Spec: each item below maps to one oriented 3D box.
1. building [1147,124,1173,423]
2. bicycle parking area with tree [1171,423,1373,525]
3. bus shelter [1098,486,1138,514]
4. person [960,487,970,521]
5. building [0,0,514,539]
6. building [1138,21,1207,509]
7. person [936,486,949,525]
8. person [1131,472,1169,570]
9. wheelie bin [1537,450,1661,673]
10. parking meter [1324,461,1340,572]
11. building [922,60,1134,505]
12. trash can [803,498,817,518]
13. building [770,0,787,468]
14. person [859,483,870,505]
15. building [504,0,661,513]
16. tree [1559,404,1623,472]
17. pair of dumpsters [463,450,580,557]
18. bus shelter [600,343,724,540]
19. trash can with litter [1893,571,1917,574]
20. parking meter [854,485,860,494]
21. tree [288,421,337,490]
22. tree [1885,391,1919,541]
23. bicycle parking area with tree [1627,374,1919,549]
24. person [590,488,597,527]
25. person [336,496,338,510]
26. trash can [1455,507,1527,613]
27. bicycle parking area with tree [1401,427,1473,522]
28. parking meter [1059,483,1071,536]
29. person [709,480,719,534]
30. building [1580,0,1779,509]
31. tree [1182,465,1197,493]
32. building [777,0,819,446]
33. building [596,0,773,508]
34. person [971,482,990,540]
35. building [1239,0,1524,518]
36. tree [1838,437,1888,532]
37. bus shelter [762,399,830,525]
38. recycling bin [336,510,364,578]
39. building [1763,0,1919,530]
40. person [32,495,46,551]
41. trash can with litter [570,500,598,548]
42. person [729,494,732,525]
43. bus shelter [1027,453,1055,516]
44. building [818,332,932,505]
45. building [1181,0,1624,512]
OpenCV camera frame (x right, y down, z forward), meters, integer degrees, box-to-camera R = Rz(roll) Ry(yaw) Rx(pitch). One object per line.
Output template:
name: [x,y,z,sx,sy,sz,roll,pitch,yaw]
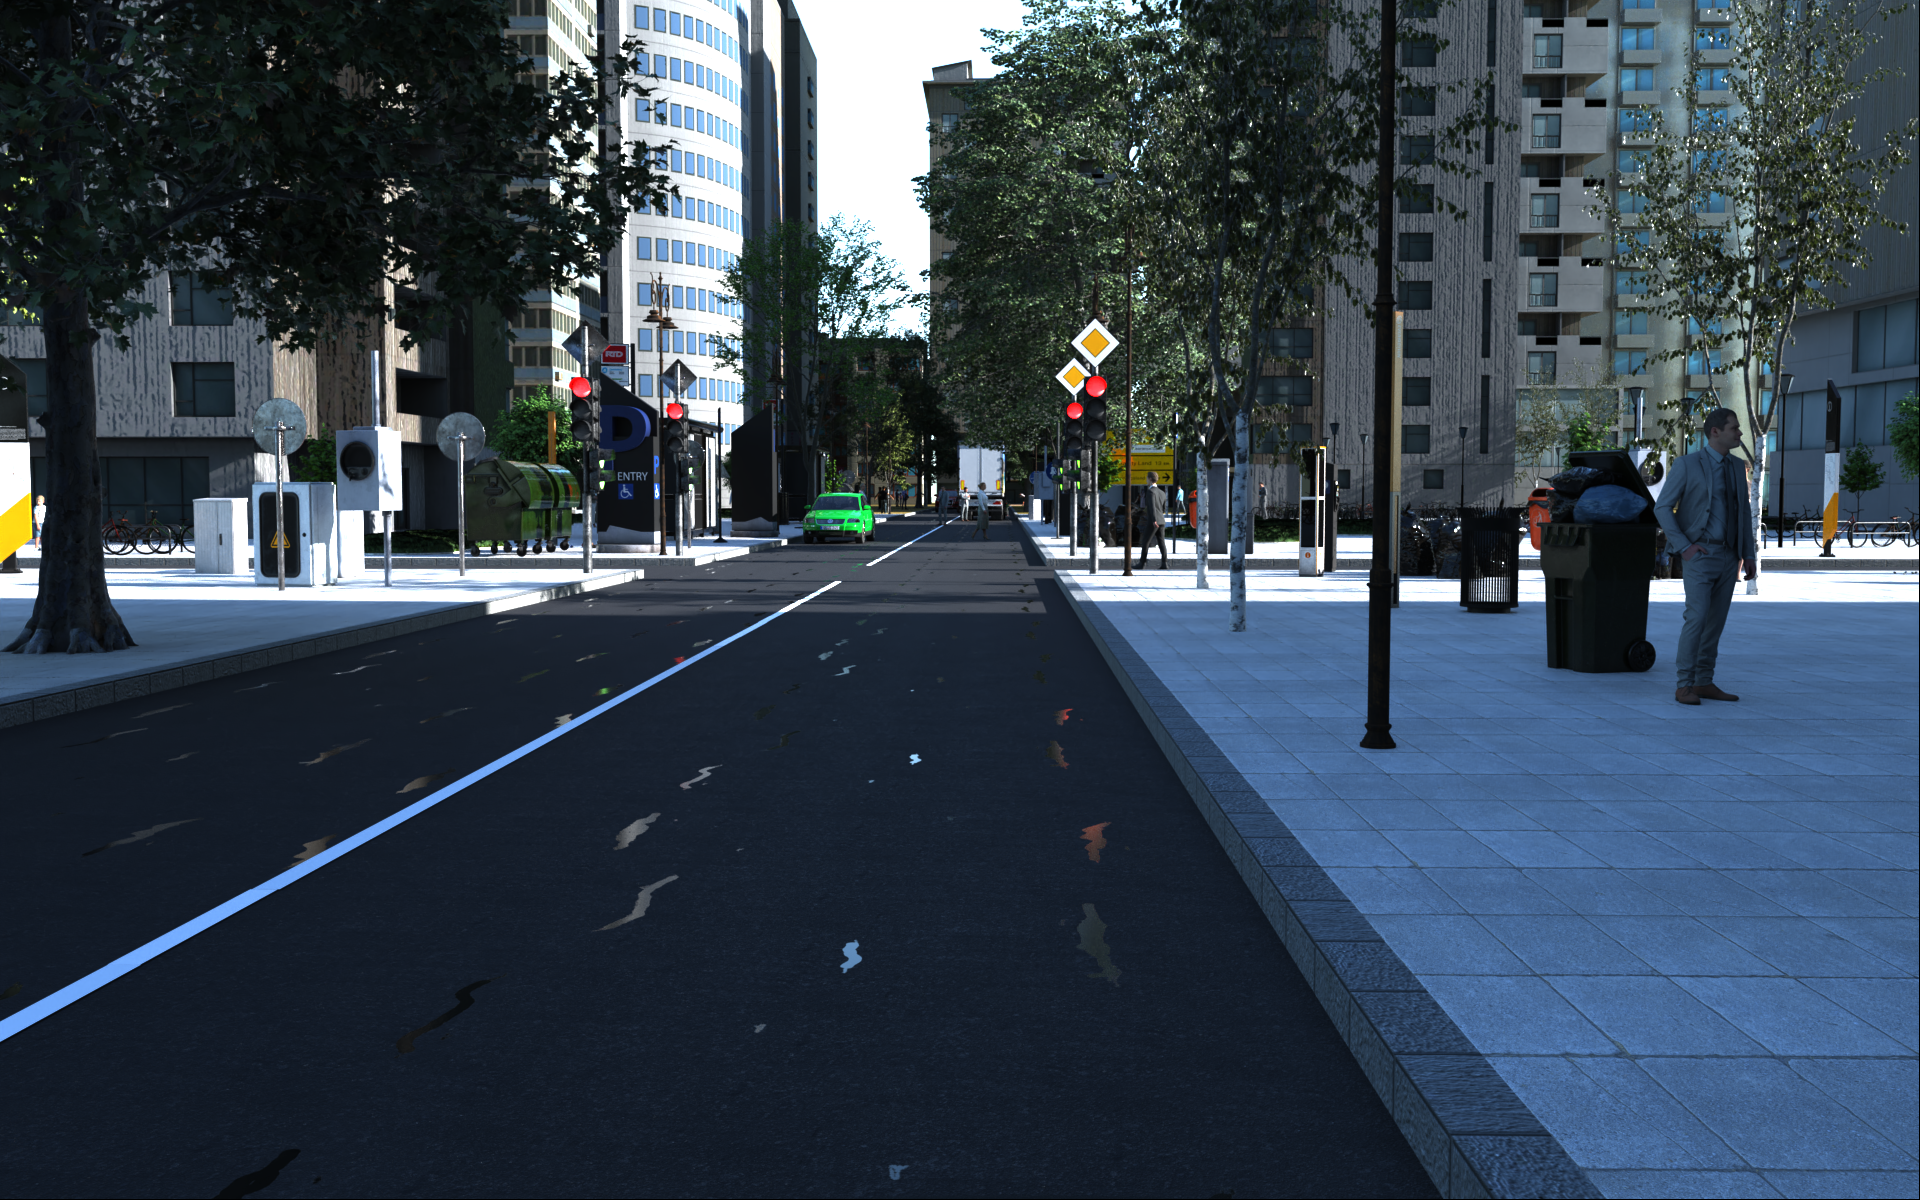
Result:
building: [30.370,-34.313,211.120,14.200,45.320,14.600,0,4,1]
bicycle parking area with tree: [12.456,-5.050,69.562,8.231,4.147,9.016,1,4,11]
bus shelter: [4.868,-3.831,56.565,2.014,3.302,5.546,0,4,2]
person: [0.289,-5.020,90.766,0.511,1.800,0.466,-3,5,-44]
building: [-23.051,-17.289,54.382,14.160,30.474,14.107,0,4,1]
building: [28.667,-51.710,158.130,22.319,86.520,31.000,0,4,1]
person: [-0.762,-4.321,79.240,0.635,1.810,0.391,3,5,40]
person: [3.560,-1.470,32.310,0.755,1.850,0.659,3,5,41]
wheelie bin: [4.649,-0.288,12.619,0.693,1.594,0.980,-1,4,-17]
parking meter: [6.049,-1.402,28.635,0.399,1.863,0.255,2,4,27]
building: [9.632,-38.535,219.284,27.495,52.752,28.713,0,4,1]
trash can: [-5.883,-3.483,68.595,0.748,1.137,0.748,0,3,0]
building: [-22.567,-30.400,147.156,14.600,45.320,14.200,0,4,1]
person: [-3.695,-3.459,64.939,0.818,1.842,0.514,-1,4,-13]
building: [-33.496,-24.692,95.595,32.217,40.220,23.993,0,4,1]
tree: [13.330,-2.605,37.193,1.663,3.219,1.824,0,3,0]
pair of dumpsters: [-9.437,-2.127,37.272,1.574,2.255,4.437,0,4,1]
bus shelter: [-8.431,-4.355,48.842,2.179,5.291,8.768,0,4,1]
trash can with litter: [16.176,-0.996,27.338,1.678,1.210,2.233,-2,4,-33]
parking meter: [-6.410,-6.244,107.804,0.255,1.863,0.399,1,4,9]
tree: [-17.051,-3.156,46.202,1.663,3.219,1.824,0,3,0]
tree: [27.188,-3.907,47.595,4.285,4.588,4.351,0,3,0]
bicycle parking area with tree: [19.058,-3.485,43.983,9.016,4.147,8.231,0,4,-5]
person: [-14.059,-3.681,66.768,0.519,1.759,0.362,-2,4,-33]
person: [-15.980,-2.039,44.055,0.362,1.253,0.373,-3,5,-43]
trash can: [5.755,-0.438,18.815,0.748,1.137,0.748,0,3,0]
bicycle parking area with tree: [24.050,-5.376,74.905,8.231,4.147,9.016,0,4,0]
parking meter: [3.219,-2.923,53.509,0.399,1.863,0.255,0,4,2]
person: [-7.993,-3.035,55.840,0.466,1.800,0.511,-2,4,-30]
building: [65.540,-33.130,161.287,30.456,49.044,23.786,0,4,1]
tree: [14.850,-6.993,108.931,1.663,3.219,1.824,0,3,0]
building: [-25.154,-33.128,165.348,21.600,48.544,21.300,0,4,1]
building: [-26.001,-35.678,125.330,21.231,58.520,28.212,0,4,1]
person: [0.647,-2.794,54.402,0.641,1.798,0.478,2,4,28]
building: [22.754,-19.957,98.001,14.160,30.474,14.107,0,4,1]
tree: [30.253,-3.910,58.530,1.663,3.219,1.824,0,3,0]
bus shelter: [-7.182,-5.990,75.571,2.179,5.291,8.768,0,4,1]
recycling bin: [-9.696,-0.868,26.745,0.722,1.027,0.722,0,4,7]
building: [46.903,-28.745,59.225,27.495,52.752,28.713,0,4,1]
person: [-20.775,-1.738,39.137,0.352,1.250,0.332,3,5,43]
trash can with litter: [-8.561,-1.876,41.731,1.678,1.210,2.233,-1,4,-18]
person: [-9.269,-4.056,72.245,0.818,1.842,0.514,3,5,42]
bus shelter: [4.889,-6.828,102.928,1.731,3.624,6.357,0,4,2]
building: [-18.585,-22.915,219.693,28.899,21.520,27.650,0,4,1]
building: [31.259,-33.068,129.899,28.713,52.752,27.495,0,4,1]
